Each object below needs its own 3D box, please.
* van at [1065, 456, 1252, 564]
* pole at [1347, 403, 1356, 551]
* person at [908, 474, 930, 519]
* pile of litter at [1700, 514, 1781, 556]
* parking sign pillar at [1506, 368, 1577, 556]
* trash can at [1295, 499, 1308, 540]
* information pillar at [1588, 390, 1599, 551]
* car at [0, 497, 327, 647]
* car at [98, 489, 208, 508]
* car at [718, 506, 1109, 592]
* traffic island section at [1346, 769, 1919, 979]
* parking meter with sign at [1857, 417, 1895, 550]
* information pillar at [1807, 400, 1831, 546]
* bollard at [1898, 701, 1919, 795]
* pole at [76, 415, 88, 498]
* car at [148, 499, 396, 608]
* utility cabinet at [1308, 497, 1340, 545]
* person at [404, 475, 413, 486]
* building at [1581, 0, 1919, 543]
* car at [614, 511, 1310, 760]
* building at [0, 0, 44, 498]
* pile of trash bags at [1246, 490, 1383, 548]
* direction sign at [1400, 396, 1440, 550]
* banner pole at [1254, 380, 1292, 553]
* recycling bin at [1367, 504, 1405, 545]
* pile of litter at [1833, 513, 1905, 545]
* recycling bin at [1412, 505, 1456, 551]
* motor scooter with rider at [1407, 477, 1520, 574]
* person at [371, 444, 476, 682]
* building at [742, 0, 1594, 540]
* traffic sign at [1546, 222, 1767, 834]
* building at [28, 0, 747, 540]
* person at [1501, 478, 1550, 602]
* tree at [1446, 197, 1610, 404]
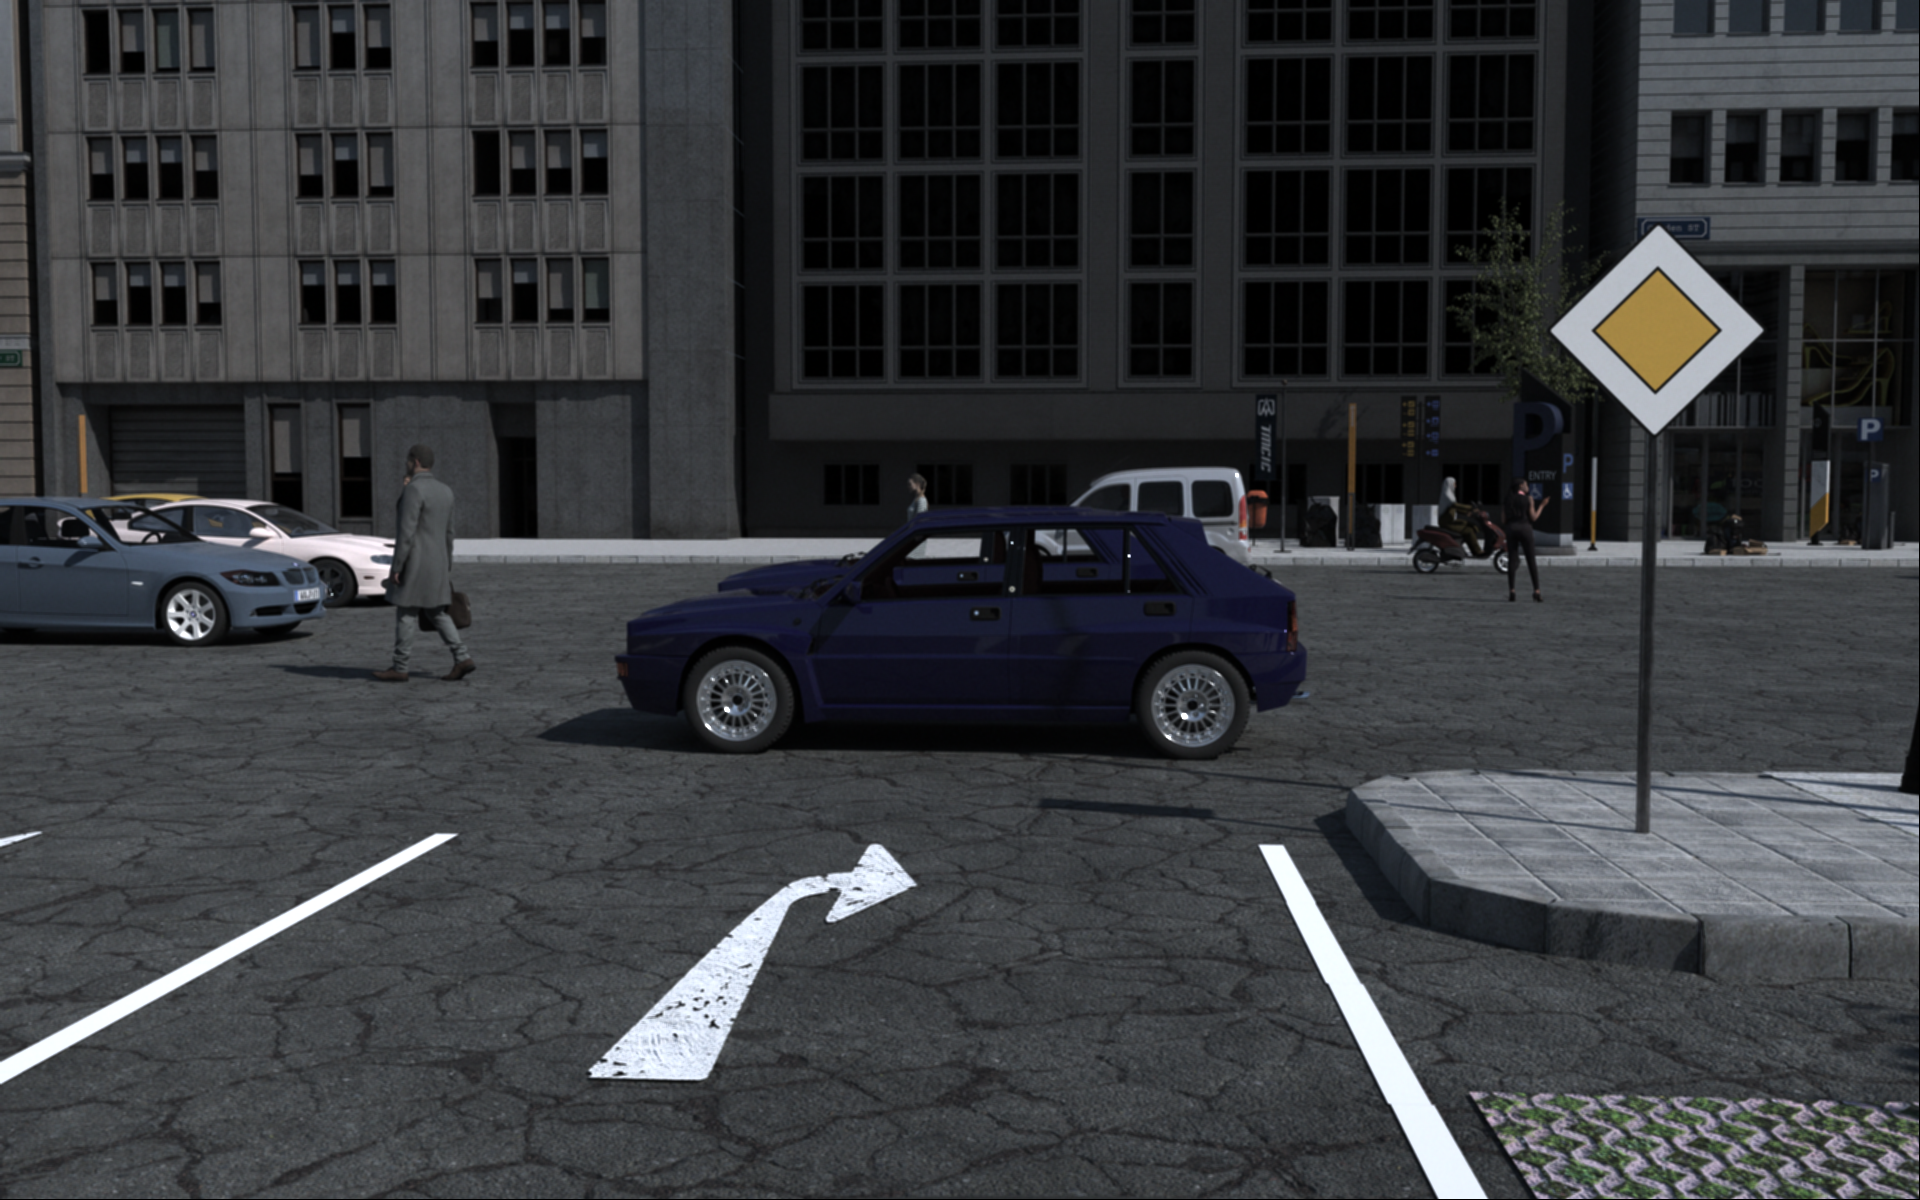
[{"bbox_3d":[2.479,-1.229,27.098,4.112,2.044,2.013,0,4,6],"label":"van"},{"bbox_3d":[8.840,-2.768,39.094,0.158,3.312,0.155,0,3,0],"label":"pole"},{"bbox_3d":[-0.574,-0.827,23.026,0.522,1.701,0.512,-1,4,-10],"label":"person"},{"bbox_3d":[16.461,-1.379,36.506,1.719,0.858,1.176,1,4,10],"label":"pile of litter"},{"bbox_3d":[12.257,-2.934,36.441,1.447,3.967,1.447,-2,4,-33],"label":"parking sign pillar"},{"bbox_3d":[9.393,-2.143,46.687,0.748,1.137,0.748,0,3,0],"label":"trash can"},{"bbox_3d":[14.412,-2.936,39.358,0.183,3.616,0.504,1,4,17],"label":"information pillar"},{"bbox_3d":[-8.590,-0.313,17.128,4.499,1.417,2.014,0,4,5],"label":"car"},{"bbox_3d":[-13.772,-1.263,30.874,3.980,1.641,2.015,0,4,4],"label":"car"},{"bbox_3d":[-0.068,-0.117,14.494,3.894,1.354,1.945,0,4,3],"label":"car"},{"bbox_3d":[2.608,0.960,6.578,2.009,0.180,2.903,0,4,4],"label":"traffic island section"},{"bbox_3d":[21.255,-2.682,40.116,0.543,3.016,1.738,3,5,40],"label":"parking meter with sign"},{"bbox_3d":[21.417,-3.167,43.133,0.183,3.616,0.504,-1,4,-22],"label":"information pillar"},{"bbox_3d":[4.166,0.526,7.435,0.229,0.601,0.229,0,3,0],"label":"bollard"},{"bbox_3d":[-22.656,-3.112,44.721,0.158,3.312,0.155,0,3,0],"label":"pole"},{"bbox_3d":[-9.321,-0.634,22.720,4.827,1.381,2.083,0,4,4],"label":"car"},{"bbox_3d":[9.177,-1.997,43.809,0.306,1.237,1.020,-1,4,-21],"label":"utility cabinet"},{"bbox_3d":[-9.810,-1.366,31.183,0.601,1.785,0.444,3,5,41],"label":"person"},{"bbox_3d":[32.930,-16.648,49.694,29.804,29.767,11.434,0,4,4],"label":"building"},{"bbox_3d":[0.028,0.145,10.215,3.894,1.354,1.945,0,4,5],"label":"car"},{"bbox_3d":[-35.942,-16.516,55.948,20.117,28.700,13.634,0,4,4],"label":"building"},{"bbox_3d":[8.604,-1.983,42.178,3.447,1.369,1.912,1,4,22],"label":"pile of trash bags"},{"bbox_3d":[10.604,-2.934,39.968,0.876,3.537,0.379,1,4,10],"label":"direction sign"},{"bbox_3d":[6.881,-2.939,38.074,0.863,3.779,0.401,1,4,21],"label":"banner pole"},{"bbox_3d":[10.781,-1.916,43.877,0.722,1.027,0.722,-1,4,-14],"label":"recycling bin"},{"bbox_3d":[22.890,-1.810,43.556,1.719,0.858,1.176,1,4,21],"label":"pile of litter"},{"bbox_3d":[10.759,-1.637,39.314,0.722,1.027,0.722,-1,4,-20],"label":"recycling bin"},{"bbox_3d":[9.045,-1.352,31.065,1.986,1.779,0.876,0,4,6],"label":"motor scooter with rider"},{"bbox_3d":[-4.122,-0.284,13.252,0.767,1.812,0.694,1,4,15],"label":"person"},{"bbox_3d":[6.031,-15.941,54.136,24.014,27.812,14.314,0,4,4],"label":"building"},{"bbox_3d":[2.584,-0.175,6.502,0.795,2.450,0.064,0,4,4],"label":"traffic sign"},{"bbox_3d":[-15.987,-14.457,54.388,19.932,24.808,12.078,0,4,4],"label":"building"},{"bbox_3d":[7.510,-0.800,23.044,0.593,1.643,0.415,0,4,-6],"label":"person"},{"bbox_3d":[14.363,-5.690,43.386,4.737,8.622,4.395,0,3,0],"label":"tree"}]
